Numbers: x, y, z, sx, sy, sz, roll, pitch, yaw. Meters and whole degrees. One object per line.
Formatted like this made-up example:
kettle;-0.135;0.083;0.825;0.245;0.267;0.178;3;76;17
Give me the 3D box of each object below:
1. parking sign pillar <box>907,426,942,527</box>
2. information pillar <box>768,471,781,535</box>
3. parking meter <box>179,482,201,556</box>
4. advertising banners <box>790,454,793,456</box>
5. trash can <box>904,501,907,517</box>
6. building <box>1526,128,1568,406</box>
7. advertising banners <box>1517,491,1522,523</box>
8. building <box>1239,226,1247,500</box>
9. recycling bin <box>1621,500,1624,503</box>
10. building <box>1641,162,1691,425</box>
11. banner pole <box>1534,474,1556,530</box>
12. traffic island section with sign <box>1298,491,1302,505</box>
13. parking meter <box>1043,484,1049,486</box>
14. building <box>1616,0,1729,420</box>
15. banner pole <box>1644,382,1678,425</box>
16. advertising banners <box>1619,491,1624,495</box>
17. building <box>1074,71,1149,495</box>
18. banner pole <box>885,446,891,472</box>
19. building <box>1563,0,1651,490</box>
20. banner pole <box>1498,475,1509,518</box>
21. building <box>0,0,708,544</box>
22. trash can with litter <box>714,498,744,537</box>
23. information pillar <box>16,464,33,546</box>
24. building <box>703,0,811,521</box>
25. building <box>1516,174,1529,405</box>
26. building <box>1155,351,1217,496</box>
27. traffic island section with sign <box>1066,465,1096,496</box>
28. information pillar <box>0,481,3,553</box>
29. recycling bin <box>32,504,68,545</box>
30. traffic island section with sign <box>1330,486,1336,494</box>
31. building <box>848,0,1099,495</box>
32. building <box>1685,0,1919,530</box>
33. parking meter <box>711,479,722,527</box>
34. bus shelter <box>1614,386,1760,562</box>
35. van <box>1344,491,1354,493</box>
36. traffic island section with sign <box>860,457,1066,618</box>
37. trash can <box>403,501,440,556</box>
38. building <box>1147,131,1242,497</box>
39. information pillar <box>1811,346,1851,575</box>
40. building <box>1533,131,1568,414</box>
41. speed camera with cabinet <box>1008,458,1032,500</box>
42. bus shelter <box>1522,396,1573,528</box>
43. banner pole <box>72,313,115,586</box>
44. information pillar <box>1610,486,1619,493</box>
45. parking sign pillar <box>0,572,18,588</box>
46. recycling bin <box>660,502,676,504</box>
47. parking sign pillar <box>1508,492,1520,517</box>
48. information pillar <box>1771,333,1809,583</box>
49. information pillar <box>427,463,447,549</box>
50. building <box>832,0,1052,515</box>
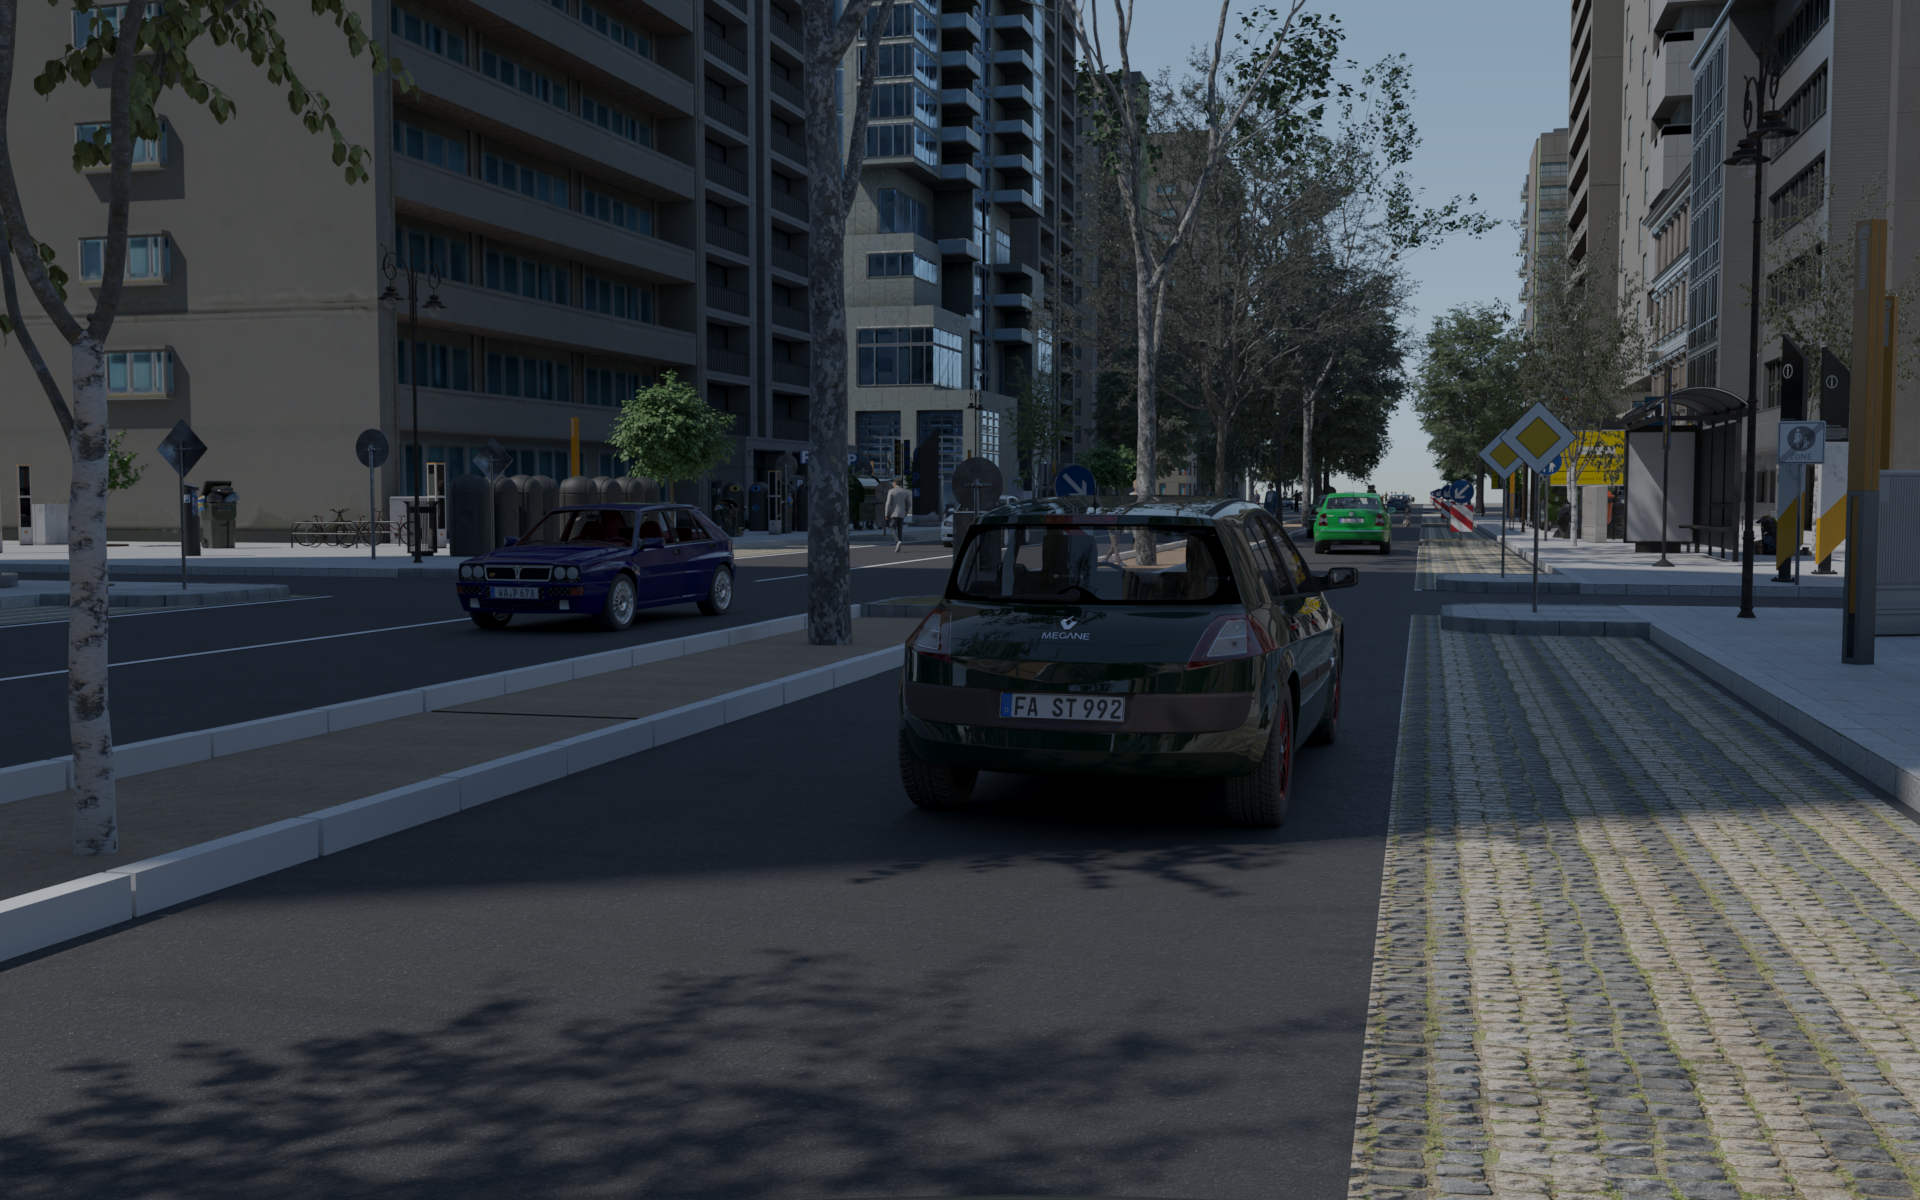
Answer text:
parking sign pillar;-1.361;-4.872;68.133;1.447;3.967;1.447;2;4;33
information pillar;-5.836;-3.064;54.594;0.304;2.012;0.304;2;4;24
parking meter;-15.926;-1.677;35.832;0.372;1.533;0.369;0;3;0
advertising banners;-7.190;-4.935;76.877;0.090;3.025;2.074;1;4;21
trash can;-3.211;-5.113;95.244;0.748;1.137;0.748;0;3;0
building;76.707;-34.319;211.234;14.600;45.320;14.200;1;4;15
advertising banners;25.905;-4.977;77.566;2.074;3.025;0.090;-1;4;-16
building;34.197;-34.797;252.522;14.154;41.232;14.086;1;4;15
recycling bin;30.288;-4.011;78.141;0.722;1.027;0.722;0;4;1
building;40.428;-13.535;85.918;10.561;19.102;19.286;1;4;15
banner pole;21.089;-4.428;62.414;0.863;3.779;0.401;-1;4;-8
traffic island section with sign;45.962;-13.748;233.413;1.989;1.847;2.006;1;4;15
parking meter;4.887;-5.650;98.083;0.399;1.863;0.255;0;4;1
building;57.189;-31.771;108.695;28.713;52.752;27.495;1;4;15
banner pole;15.781;-2.993;38.945;0.863;3.779;0.401;2;4;29
advertising banners;35.918;-6.022;94.647;2.074;3.025;0.090;0;4;-3
building;9.807;-29.410;164.440;14.154;41.232;14.086;1;4;15
banner pole;-3.707;-6.062;89.134;0.401;3.779;0.863;-2;4;-28
building;59.106;-31.231;134.320;21.300;48.544;21.600;1;4;15
banner pole;28.804;-6.215;91.631;0.863;3.779;0.401;-1;4;-15
building;-22.426;-26.436;55.937;21.300;48.544;21.600;1;4;15
trash can with litter;-6.868;-2.467;51.724;0.624;1.170;1.055;1;4;14
information pillar;-23.304;-2.365;43.164;0.304;2.012;0.304;-2;4;-31
building;-16.207;-39.474;83.659;20.563;71.187;20.611;1;4;15
building;86.712;-37.460;232.080;23.786;49.044;30.456;1;4;15
building;15.998;-22.476;212.528;27.650;21.520;28.899;1;4;15
traffic island section with sign;1.978;-1.207;27.867;2.006;1.907;1.989;1;4;15
information pillar;-20.975;-2.021;37.538;0.304;2.012;0.304;-3;5;-39
recycling bin;-23.237;-1.928;44.079;0.722;1.027;0.722;1;4;19
traffic island section with sign;21.449;-5.646;100.448;2.006;1.907;1.989;1;4;15
building;1.123;-43.382;147.554;20.563;71.187;20.611;1;4;15
building;35.471;-14.833;61.580;14.314;24.678;30.058;1;4;15
parking meter;-9.614;-3.832;68.360;0.255;1.863;0.399;2;4;30
bus shelter;14.591;-2.521;35.139;2.014;3.302;5.546;1;4;15
van;48.953;-12.896;217.867;2.013;2.044;4.112;1;4;13
traffic island section with sign;0.048;-0.769;20.714;2.006;1.907;1.989;1;4;15
trash can;-11.146;-1.482;35.879;0.748;1.137;0.748;0;3;0
building;26.330;-37.431;235.697;21.300;48.544;21.600;1;4;15
information pillar;13.888;-2.215;27.573;0.504;3.616;0.183;-1;4;-11
building;72.600;-31.400;196.990;14.154;41.232;14.086;1;4;15
speed camera with cabinet;3.541;-6.250;96.527;0.660;3.252;2.038;3;5;42
bus shelter;23.252;-5.557;68.482;2.179;5.291;8.768;1;4;15
banner pole;-12.002;-2.068;23.834;0.401;3.779;0.863;0;4;-4
information pillar;31.658;-4.854;83.849;0.304;2.012;0.304;-1;4;-13
parking sign pillar;-13.730;-2.150;23.621;1.447;3.967;1.447;-1;4;-13
recycling bin;-9.286;-2.519;53.742;0.722;1.027;0.722;1;4;18
parking sign pillar;31.018;-6.581;96.069;1.447;3.967;1.447;0;4;6
information pillar;12.037;-2.062;25.064;0.183;3.616;0.504;-1;4;-12
information pillar;-12.350;-2.226;40.892;0.304;2.012;0.304;2;4;32
building;-5.623;-49.514;122.225;22.319;86.520;31.000;1;4;15
